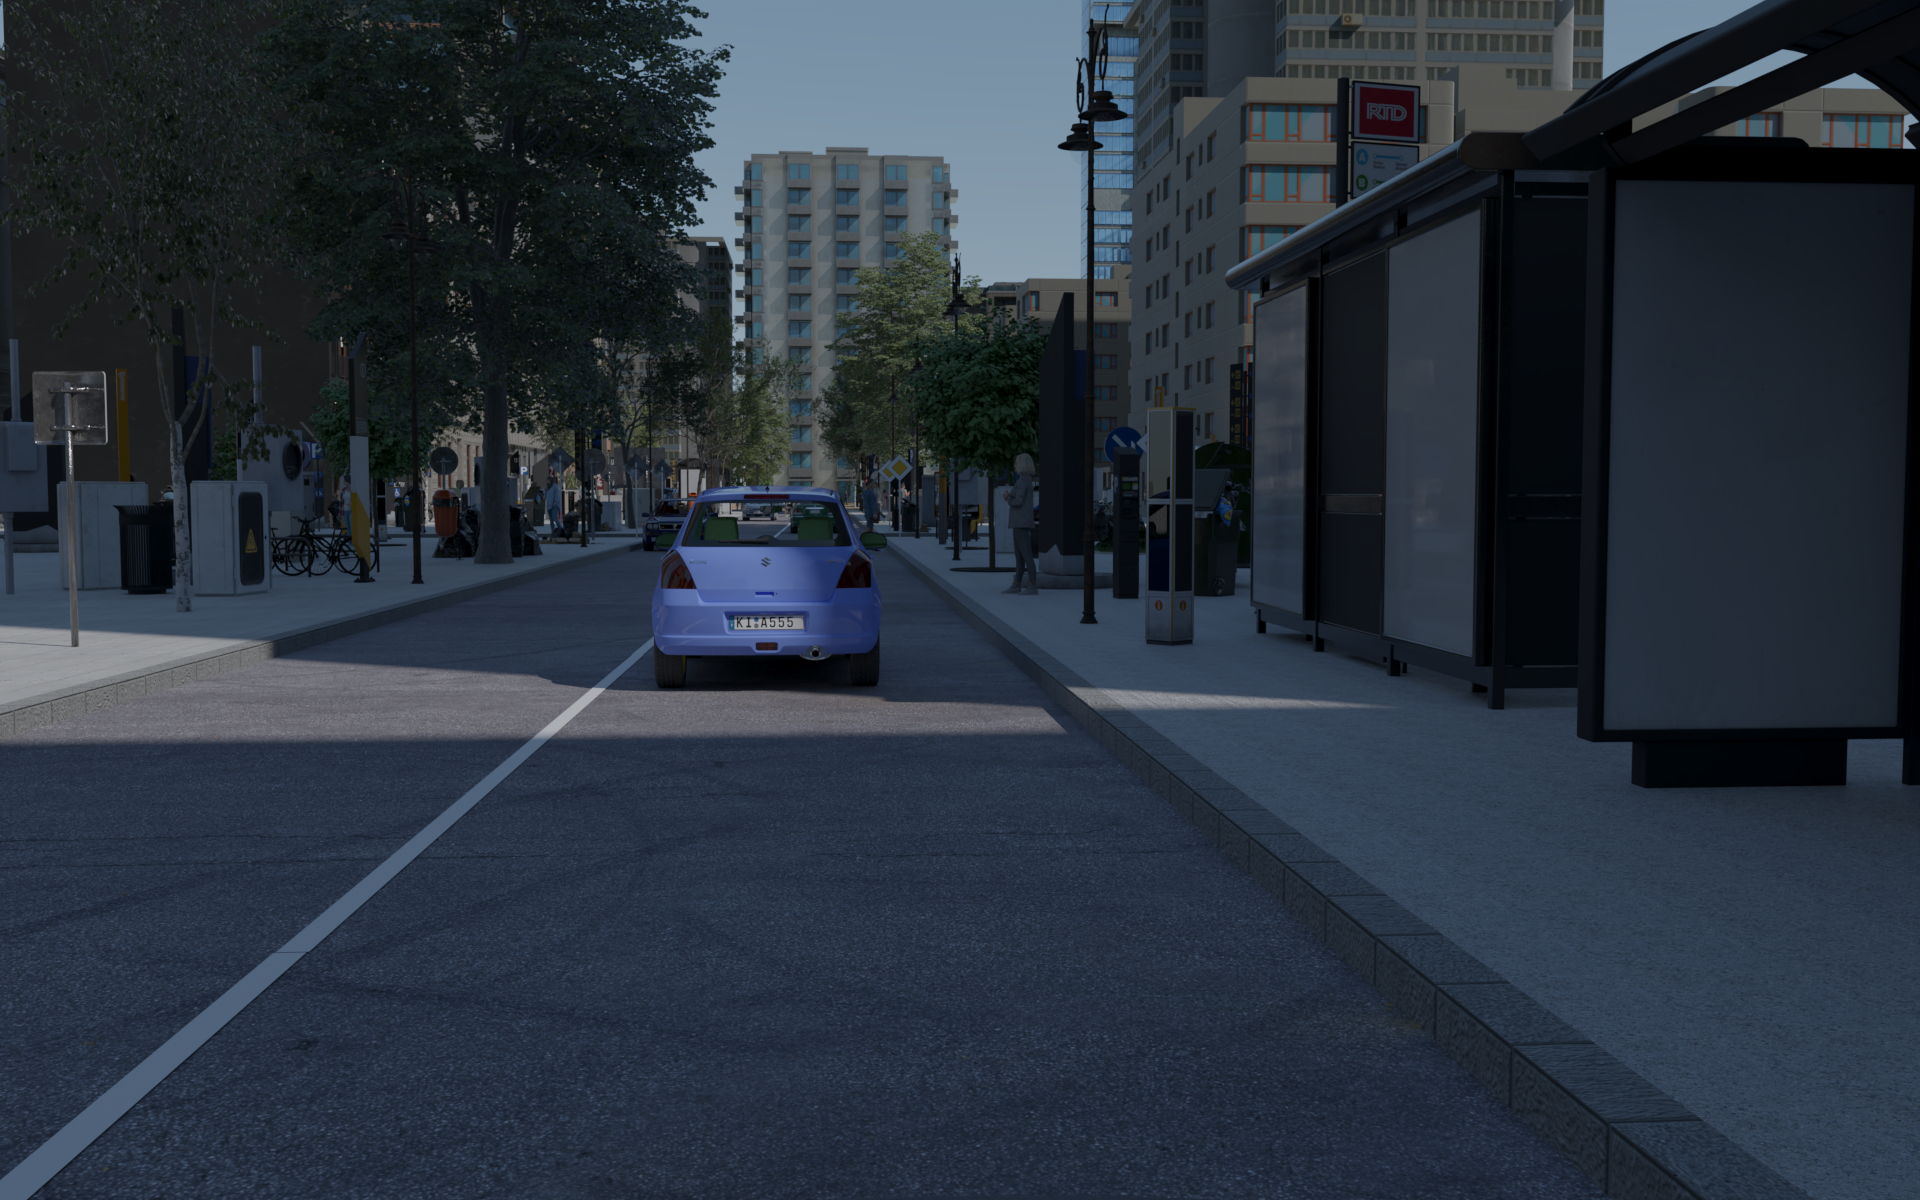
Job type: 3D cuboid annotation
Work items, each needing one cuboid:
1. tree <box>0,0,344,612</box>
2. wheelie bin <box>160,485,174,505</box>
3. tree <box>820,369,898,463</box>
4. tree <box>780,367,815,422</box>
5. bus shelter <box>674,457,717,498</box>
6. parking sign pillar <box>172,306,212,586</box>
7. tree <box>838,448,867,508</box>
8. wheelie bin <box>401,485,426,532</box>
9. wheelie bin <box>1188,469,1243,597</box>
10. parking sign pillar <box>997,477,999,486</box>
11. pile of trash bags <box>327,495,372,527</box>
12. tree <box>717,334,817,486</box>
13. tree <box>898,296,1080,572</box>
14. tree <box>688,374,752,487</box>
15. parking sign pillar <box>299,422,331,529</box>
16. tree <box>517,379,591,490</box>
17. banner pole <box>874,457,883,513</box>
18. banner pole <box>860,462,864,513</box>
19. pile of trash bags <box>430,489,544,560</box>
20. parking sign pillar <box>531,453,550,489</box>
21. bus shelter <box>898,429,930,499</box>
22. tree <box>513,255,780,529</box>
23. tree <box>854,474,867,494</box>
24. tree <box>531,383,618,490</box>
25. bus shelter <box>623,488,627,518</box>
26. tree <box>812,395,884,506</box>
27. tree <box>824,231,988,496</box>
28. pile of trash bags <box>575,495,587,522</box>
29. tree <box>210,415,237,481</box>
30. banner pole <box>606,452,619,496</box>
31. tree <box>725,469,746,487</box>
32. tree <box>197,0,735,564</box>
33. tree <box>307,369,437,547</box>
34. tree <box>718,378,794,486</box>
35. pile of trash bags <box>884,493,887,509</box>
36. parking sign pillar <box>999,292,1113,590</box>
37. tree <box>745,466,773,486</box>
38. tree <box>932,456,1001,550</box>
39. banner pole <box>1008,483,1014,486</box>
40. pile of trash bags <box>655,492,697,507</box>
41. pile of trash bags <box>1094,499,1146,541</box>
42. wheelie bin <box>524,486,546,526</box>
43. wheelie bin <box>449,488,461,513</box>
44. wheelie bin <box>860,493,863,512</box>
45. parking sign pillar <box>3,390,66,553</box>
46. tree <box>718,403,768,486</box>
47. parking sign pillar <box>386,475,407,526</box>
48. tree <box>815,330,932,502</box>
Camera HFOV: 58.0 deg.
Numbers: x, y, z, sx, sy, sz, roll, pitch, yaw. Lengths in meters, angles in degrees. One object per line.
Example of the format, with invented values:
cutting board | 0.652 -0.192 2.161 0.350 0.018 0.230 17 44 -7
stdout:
tree | -8.495 -4.162 18.419 4.360 8.622 3.978 0 3 0
wheelie bin | -28.213 -3.307 61.977 0.693 1.594 0.980 -3 5 -42
tree | -7.068 -13.036 138.889 9.928 11.665 9.643 0 3 0
tree | -12.252 -9.059 82.535 7.601 10.594 8.767 1 4 17
bus shelter | -14.786 -6.301 96.942 2.014 3.302 5.546 0 4 -5
parking sign pillar | -11.019 -2.227 24.884 1.447 3.967 1.447 -1 4 -22
tree | -9.638 -12.815 159.893 4.360 8.622 3.978 0 3 0
wheelie bin | -18.581 -3.124 58.980 0.693 1.594 0.980 0 4 -1
wheelie bin | 3.127 -0.859 21.950 0.980 1.594 0.693 3 5 44
parking sign pillar | 2.060 -4.304 58.840 1.447 3.967 1.447 0 4 4
pile of trash bags | -24.127 -3.498 66.947 3.447 1.369 1.912 0 4 -3
tree | -23.700 -21.502 207.441 12.611 20.169 13.585 0 3 0
tree | 0.607 -2.767 28.959 4.285 4.588 4.351 0 3 0
tree | -14.370 -9.354 103.305 4.360 8.622 3.978 0 3 0
parking sign pillar | -24.181 -4.638 64.296 1.447 3.967 1.447 3 4 38
tree | -20.851 -8.542 90.025 4.360 8.622 3.978 0 3 0
banner pole | -5.649 -7.835 118.113 0.863 3.779 0.401 1 4 19
banner pole | -6.635 -7.809 117.701 0.401 3.779 0.863 1 4 22
pile of trash bags | -9.803 -1.546 35.033 1.912 1.369 3.447 0 4 6
parking sign pillar | -27.470 -7.651 113.560 1.447 3.967 1.447 -3 5 -42
bus shelter | -2.672 -7.477 99.886 2.179 5.291 8.768 0 4 -5
tree | -12.402 -7.920 63.898 7.601 10.594 8.767 2 4 29
tree | -8.348 -9.284 146.401 1.663 3.219 1.824 0 3 0
tree | -23.420 -9.356 103.334 4.737 8.622 4.395 0 3 0
bus shelter | -17.503 -6.204 95.351 2.014 3.302 5.546 0 4 -4
tree | -10.809 -16.696 183.351 12.009 13.543 11.850 0 3 0
tree | -1.967 -9.571 74.608 7.486 12.596 7.792 0 3 0
pile of trash bags | -17.650 -4.372 81.231 3.447 1.369 1.912 1 4 14
tree | -18.122 -2.948 42.804 1.663 3.219 1.824 0 3 0
banner pole | -20.702 -6.908 102.960 0.863 3.779 0.401 0 4 -5
tree | -16.990 -8.335 130.884 1.663 3.219 1.824 0 3 0
tree | -8.651 -7.654 31.800 9.857 13.997 8.962 0 3 0
tree | -14.444 -3.615 42.816 4.285 4.588 4.351 0 3 0
tree | -19.651 -15.212 166.847 7.486 12.596 7.792 0 3 0
pile of trash bags | -2.322 -4.988 91.305 3.447 1.369 1.912 -1 4 -19
parking sign pillar | 1.449 -2.165 23.866 1.447 3.967 1.447 -1 4 -12
tree | -21.359 -12.246 183.931 4.285 4.588 4.351 0 3 0
tree | 0.177 -2.776 39.982 1.663 3.219 1.824 0 3 0
banner pole | 2.623 -5.902 86.520 0.863 3.779 0.401 -3 4 -38
pile of trash bags | -15.521 -5.004 91.567 3.447 1.369 1.912 -1 4 -20
pile of trash bags | 3.334 -2.314 47.585 3.447 1.369 1.912 -2 4 -24
wheelie bin | -16.914 -3.732 68.932 0.980 1.594 0.693 3 4 37
wheelie bin | -24.717 -4.689 84.571 0.693 1.594 0.980 2 4 31
wheelie bin | -6.974 -7.272 126.807 0.693 1.594 0.980 0 4 -1
parking sign pillar | -20.381 -3.048 38.309 1.447 3.967 1.447 0 4 2
tree | -17.710 -11.510 138.547 4.737 8.622 4.395 0 3 0
parking sign pillar | -23.105 -5.018 70.520 1.447 3.967 1.447 1 4 19
tree | -3.084 -9.404 88.175 7.601 10.594 8.767 -1 4 -11
